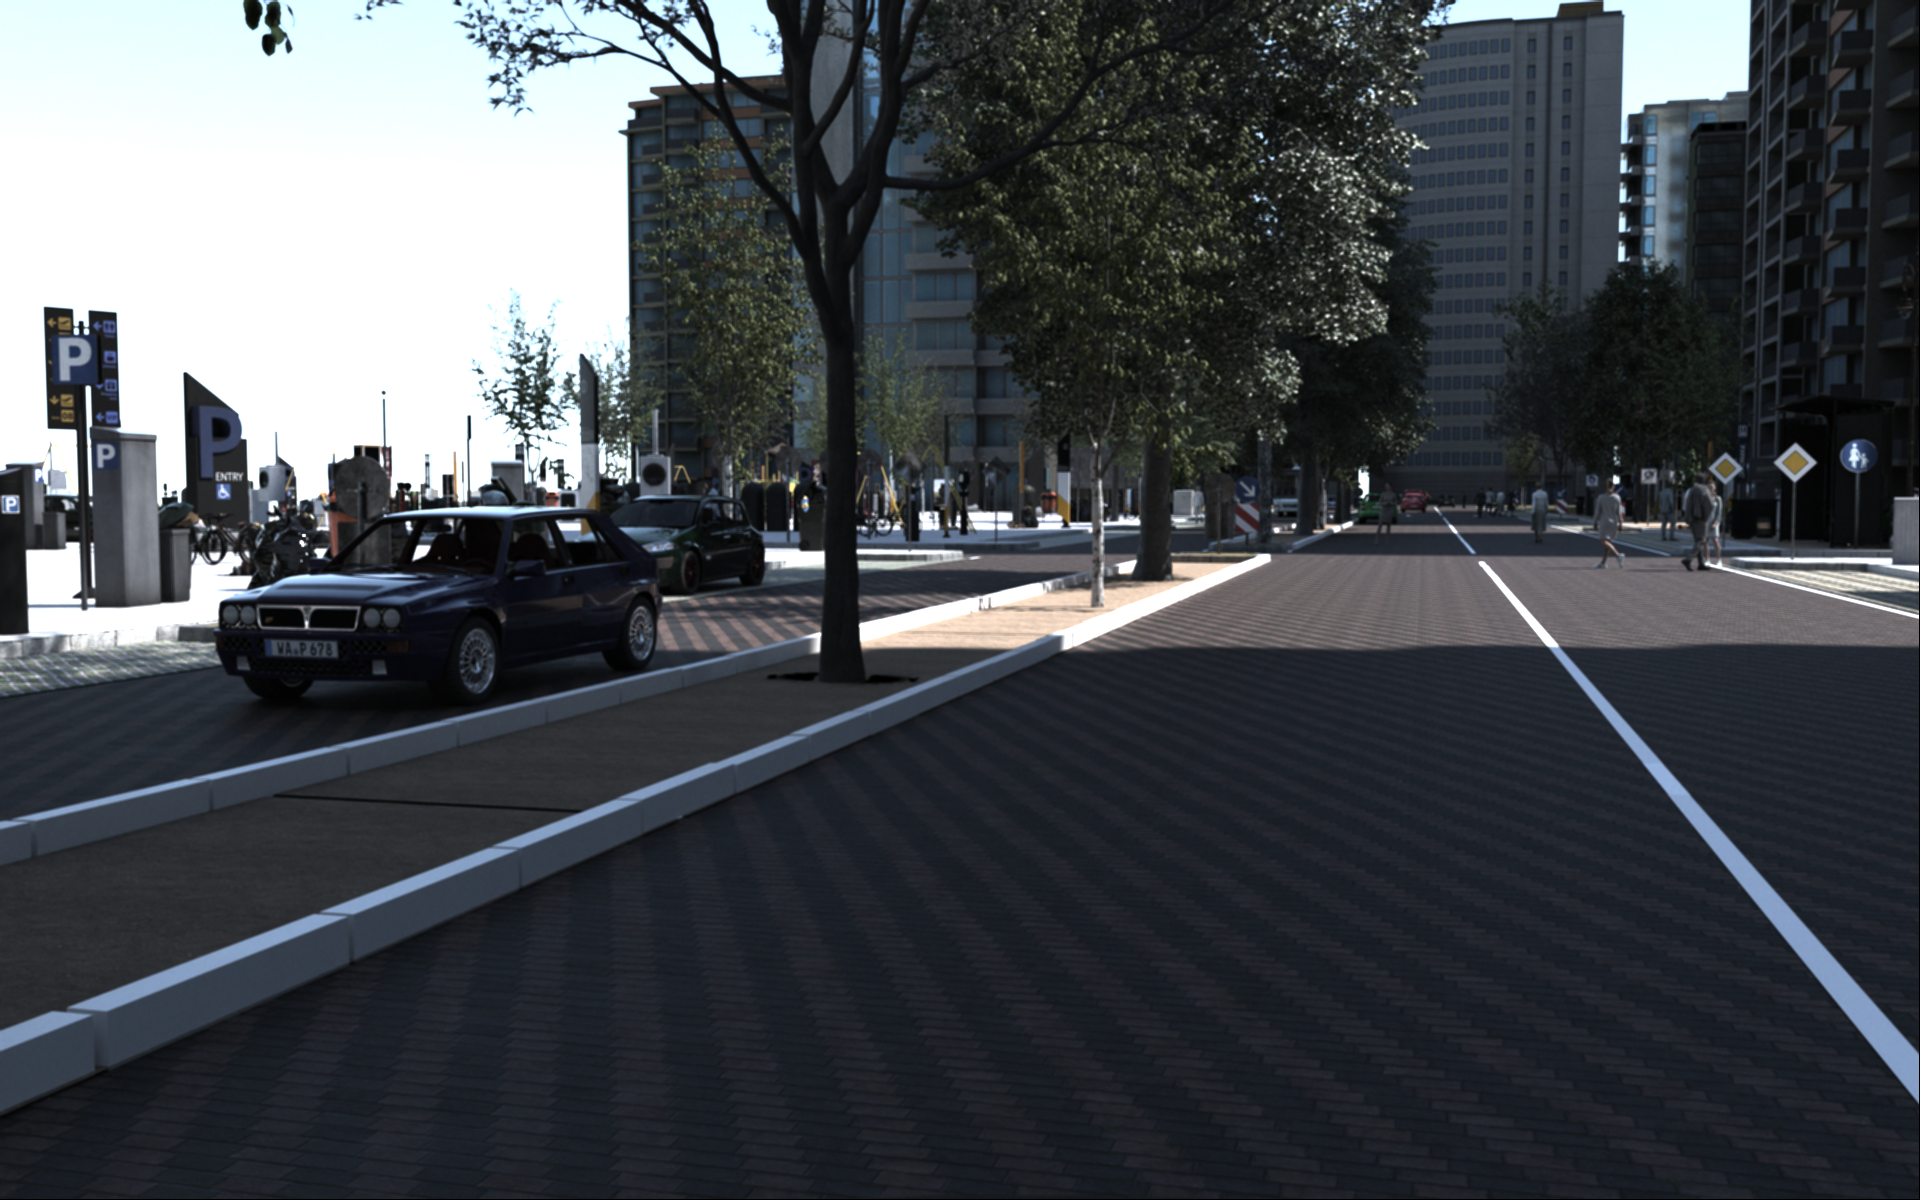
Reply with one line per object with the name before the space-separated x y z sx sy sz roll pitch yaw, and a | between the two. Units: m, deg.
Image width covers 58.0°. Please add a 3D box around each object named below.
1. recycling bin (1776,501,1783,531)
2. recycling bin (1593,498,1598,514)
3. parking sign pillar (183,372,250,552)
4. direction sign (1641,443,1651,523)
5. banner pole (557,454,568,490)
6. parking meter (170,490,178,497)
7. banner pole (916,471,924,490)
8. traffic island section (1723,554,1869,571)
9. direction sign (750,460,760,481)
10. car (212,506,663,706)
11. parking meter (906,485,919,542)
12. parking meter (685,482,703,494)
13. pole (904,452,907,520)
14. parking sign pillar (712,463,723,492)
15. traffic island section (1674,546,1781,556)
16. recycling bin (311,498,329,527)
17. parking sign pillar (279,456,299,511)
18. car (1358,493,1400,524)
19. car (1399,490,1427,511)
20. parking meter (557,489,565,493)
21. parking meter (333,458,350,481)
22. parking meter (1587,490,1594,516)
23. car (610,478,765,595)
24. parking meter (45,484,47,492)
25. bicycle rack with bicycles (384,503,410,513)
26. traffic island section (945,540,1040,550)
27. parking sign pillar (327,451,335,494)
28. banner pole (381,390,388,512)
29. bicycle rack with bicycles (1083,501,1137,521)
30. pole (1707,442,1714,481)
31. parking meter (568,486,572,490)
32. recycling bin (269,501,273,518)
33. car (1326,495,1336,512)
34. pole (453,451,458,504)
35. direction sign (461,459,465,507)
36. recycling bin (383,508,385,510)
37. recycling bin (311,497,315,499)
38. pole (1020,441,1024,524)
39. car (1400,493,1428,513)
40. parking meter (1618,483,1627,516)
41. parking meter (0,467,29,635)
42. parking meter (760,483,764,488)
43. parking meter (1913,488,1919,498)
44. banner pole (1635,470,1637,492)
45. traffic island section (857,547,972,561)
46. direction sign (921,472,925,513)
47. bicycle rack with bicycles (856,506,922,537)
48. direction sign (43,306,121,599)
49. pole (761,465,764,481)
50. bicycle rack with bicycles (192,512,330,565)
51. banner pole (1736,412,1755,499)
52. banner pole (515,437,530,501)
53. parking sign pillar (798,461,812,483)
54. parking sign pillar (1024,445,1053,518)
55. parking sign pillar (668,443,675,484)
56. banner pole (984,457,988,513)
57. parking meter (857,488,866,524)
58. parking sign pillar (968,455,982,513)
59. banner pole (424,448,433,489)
recycling bin | 28.556 -2.890 59.806 0.722 1.027 0.722 -1 4 -19
recycling bin | 40.997 -6.051 111.495 0.722 1.027 0.722 1 4 9
parking sign pillar | -16.598 -3.071 38.688 1.447 3.967 1.447 2 4 32
direction sign | 30.543 -5.200 77.013 0.379 3.537 0.876 0 4 6
banner pole | -24.554 -7.174 107.306 0.863 3.779 0.401 -1 4 -14
parking meter | -44.208 -5.445 97.442 0.372 1.533 0.369 0 3 0
banner pole | -2.875 -8.045 121.558 0.863 3.779 0.401 -2 4 -28
traffic island section | 16.156 -0.691 33.582 2.009 0.180 2.903 1 4 15
direction sign | -13.556 -7.496 114.564 0.379 3.537 0.876 3 5 43
car | -3.763 -0.032 13.111 1.945 1.354 3.894 1 4 16
parking meter | -1.287 -2.355 46.909 0.372 1.533 0.369 0 3 0
parking meter | -5.488 -1.675 35.800 0.372 1.533 0.369 0 3 0
pole | -2.679 -5.553 84.630 0.158 3.312 0.155 0 3 0
parking sign pillar | -12.955 -6.420 93.445 1.447 3.967 1.447 1 4 14
traffic island section | 18.220 -1.163 41.297 2.009 0.180 2.903 1 4 15
recycling bin | -24.572 -3.347 67.273 0.722 1.027 0.722 2 4 34
parking sign pillar | -46.312 -7.995 119.188 1.447 3.967 1.447 2 4 32
car | 20.371 -4.618 84.295 1.959 1.807 4.718 1 4 15
car | 38.716 -8.521 147.991 2.281 1.827 5.304 1 4 13
parking meter | -20.065 -4.818 87.183 0.372 1.533 0.369 0 3 0
parking meter | -9.967 -1.372 28.151 0.255 1.863 0.399 1 4 9
parking meter | 36.731 -5.659 100.933 0.372 1.533 0.369 0 3 0
car | -4.292 -0.977 25.764 2.009 1.686 4.222 1 4 15
parking meter | -52.253 -5.690 98.747 0.399 1.863 0.255 1 4 22
bicycle rack with bicycles | -30.821 -4.841 92.530 2.925 0.926 2.852 -1 4 -21
traffic island section | 0.936 -1.445 45.910 2.009 0.180 2.903 1 4 15
parking sign pillar | -38.827 -7.255 107.089 1.447 3.967 1.447 -1 4 -18
banner pole | -13.908 -3.176 41.941 0.401 3.779 0.863 -1 4 -16
bicycle rack with bicycles | 6.636 -4.255 82.950 2.925 0.926 2.852 3 5 44
pole | 29.361 -4.524 67.808 0.158 3.312 0.155 0 3 0
parking meter | -28.071 -7.280 124.742 0.255 1.863 0.399 0 4 -6
recycling bin | -36.635 -4.797 90.992 0.722 1.027 0.722 1 4 13
car | 29.082 -7.471 134.729 1.945 1.354 3.894 1 4 16
pole | -23.710 -5.354 81.375 0.158 3.312 0.155 0 3 0
direction sign | -33.824 -7.699 117.879 0.379 3.537 0.876 0 4 -6
recycling bin | -41.649 -6.810 123.895 0.722 1.027 0.722 3 5 41
recycling bin | -48.422 -7.204 130.346 0.722 1.027 0.722 -1 4 -9
pole | 2.398 -4.476 67.028 0.158 3.312 0.155 0 3 0
car | 35.039 -7.624 133.687 2.155 1.783 4.494 1 4 15
parking meter | 36.301 -5.459 94.963 0.255 1.863 0.399 -2 4 -32
parking meter | -8.755 -0.455 15.849 0.372 1.533 0.369 0 3 0
parking meter | -10.446 -5.185 90.490 0.399 1.863 0.255 2 4 25
parking meter | 39.642 -3.870 71.683 0.372 1.533 0.369 0 3 0
banner pole | 37.436 -6.451 95.498 0.863 3.779 0.401 -2 4 -33
traffic island section | -1.128 -0.973 38.195 2.009 0.180 2.903 1 4 15
direction sign | -2.484 -7.575 115.855 0.379 3.537 0.876 0 4 -1
bicycle rack with bicycles | -2.958 -2.413 52.832 2.925 0.926 2.852 2 4 28
direction sign | -10.749 -1.791 21.281 0.379 3.537 0.876 3 4 38
pole | -14.033 -7.918 123.298 0.158 3.312 0.155 0 3 0
bicycle rack with bicycles | -12.999 -1.110 31.536 2.852 0.926 2.925 2 4 24
banner pole | 23.882 -3.832 52.663 0.863 3.779 0.401 -2 4 -26
banner pole | -19.000 -5.225 75.440 0.863 3.779 0.401 0 4 7
parking sign pillar | -11.143 -8.327 124.623 1.447 3.967 1.447 -1 4 -11
parking sign pillar | 4.022 -6.515 94.985 1.447 3.967 1.447 -3 5 -44
parking sign pillar | -15.384 -6.296 91.415 1.447 3.967 1.447 0 4 2
banner pole | 1.735 -7.693 115.796 0.401 3.779 0.863 1 4 21
parking meter | -4.136 -3.916 72.433 0.372 1.533 0.369 0 3 0
parking sign pillar | 0.776 -8.060 120.258 1.447 3.967 1.447 3 4 38
banner pole | -28.899 -6.384 94.390 0.401 3.779 0.863 2 4 24
